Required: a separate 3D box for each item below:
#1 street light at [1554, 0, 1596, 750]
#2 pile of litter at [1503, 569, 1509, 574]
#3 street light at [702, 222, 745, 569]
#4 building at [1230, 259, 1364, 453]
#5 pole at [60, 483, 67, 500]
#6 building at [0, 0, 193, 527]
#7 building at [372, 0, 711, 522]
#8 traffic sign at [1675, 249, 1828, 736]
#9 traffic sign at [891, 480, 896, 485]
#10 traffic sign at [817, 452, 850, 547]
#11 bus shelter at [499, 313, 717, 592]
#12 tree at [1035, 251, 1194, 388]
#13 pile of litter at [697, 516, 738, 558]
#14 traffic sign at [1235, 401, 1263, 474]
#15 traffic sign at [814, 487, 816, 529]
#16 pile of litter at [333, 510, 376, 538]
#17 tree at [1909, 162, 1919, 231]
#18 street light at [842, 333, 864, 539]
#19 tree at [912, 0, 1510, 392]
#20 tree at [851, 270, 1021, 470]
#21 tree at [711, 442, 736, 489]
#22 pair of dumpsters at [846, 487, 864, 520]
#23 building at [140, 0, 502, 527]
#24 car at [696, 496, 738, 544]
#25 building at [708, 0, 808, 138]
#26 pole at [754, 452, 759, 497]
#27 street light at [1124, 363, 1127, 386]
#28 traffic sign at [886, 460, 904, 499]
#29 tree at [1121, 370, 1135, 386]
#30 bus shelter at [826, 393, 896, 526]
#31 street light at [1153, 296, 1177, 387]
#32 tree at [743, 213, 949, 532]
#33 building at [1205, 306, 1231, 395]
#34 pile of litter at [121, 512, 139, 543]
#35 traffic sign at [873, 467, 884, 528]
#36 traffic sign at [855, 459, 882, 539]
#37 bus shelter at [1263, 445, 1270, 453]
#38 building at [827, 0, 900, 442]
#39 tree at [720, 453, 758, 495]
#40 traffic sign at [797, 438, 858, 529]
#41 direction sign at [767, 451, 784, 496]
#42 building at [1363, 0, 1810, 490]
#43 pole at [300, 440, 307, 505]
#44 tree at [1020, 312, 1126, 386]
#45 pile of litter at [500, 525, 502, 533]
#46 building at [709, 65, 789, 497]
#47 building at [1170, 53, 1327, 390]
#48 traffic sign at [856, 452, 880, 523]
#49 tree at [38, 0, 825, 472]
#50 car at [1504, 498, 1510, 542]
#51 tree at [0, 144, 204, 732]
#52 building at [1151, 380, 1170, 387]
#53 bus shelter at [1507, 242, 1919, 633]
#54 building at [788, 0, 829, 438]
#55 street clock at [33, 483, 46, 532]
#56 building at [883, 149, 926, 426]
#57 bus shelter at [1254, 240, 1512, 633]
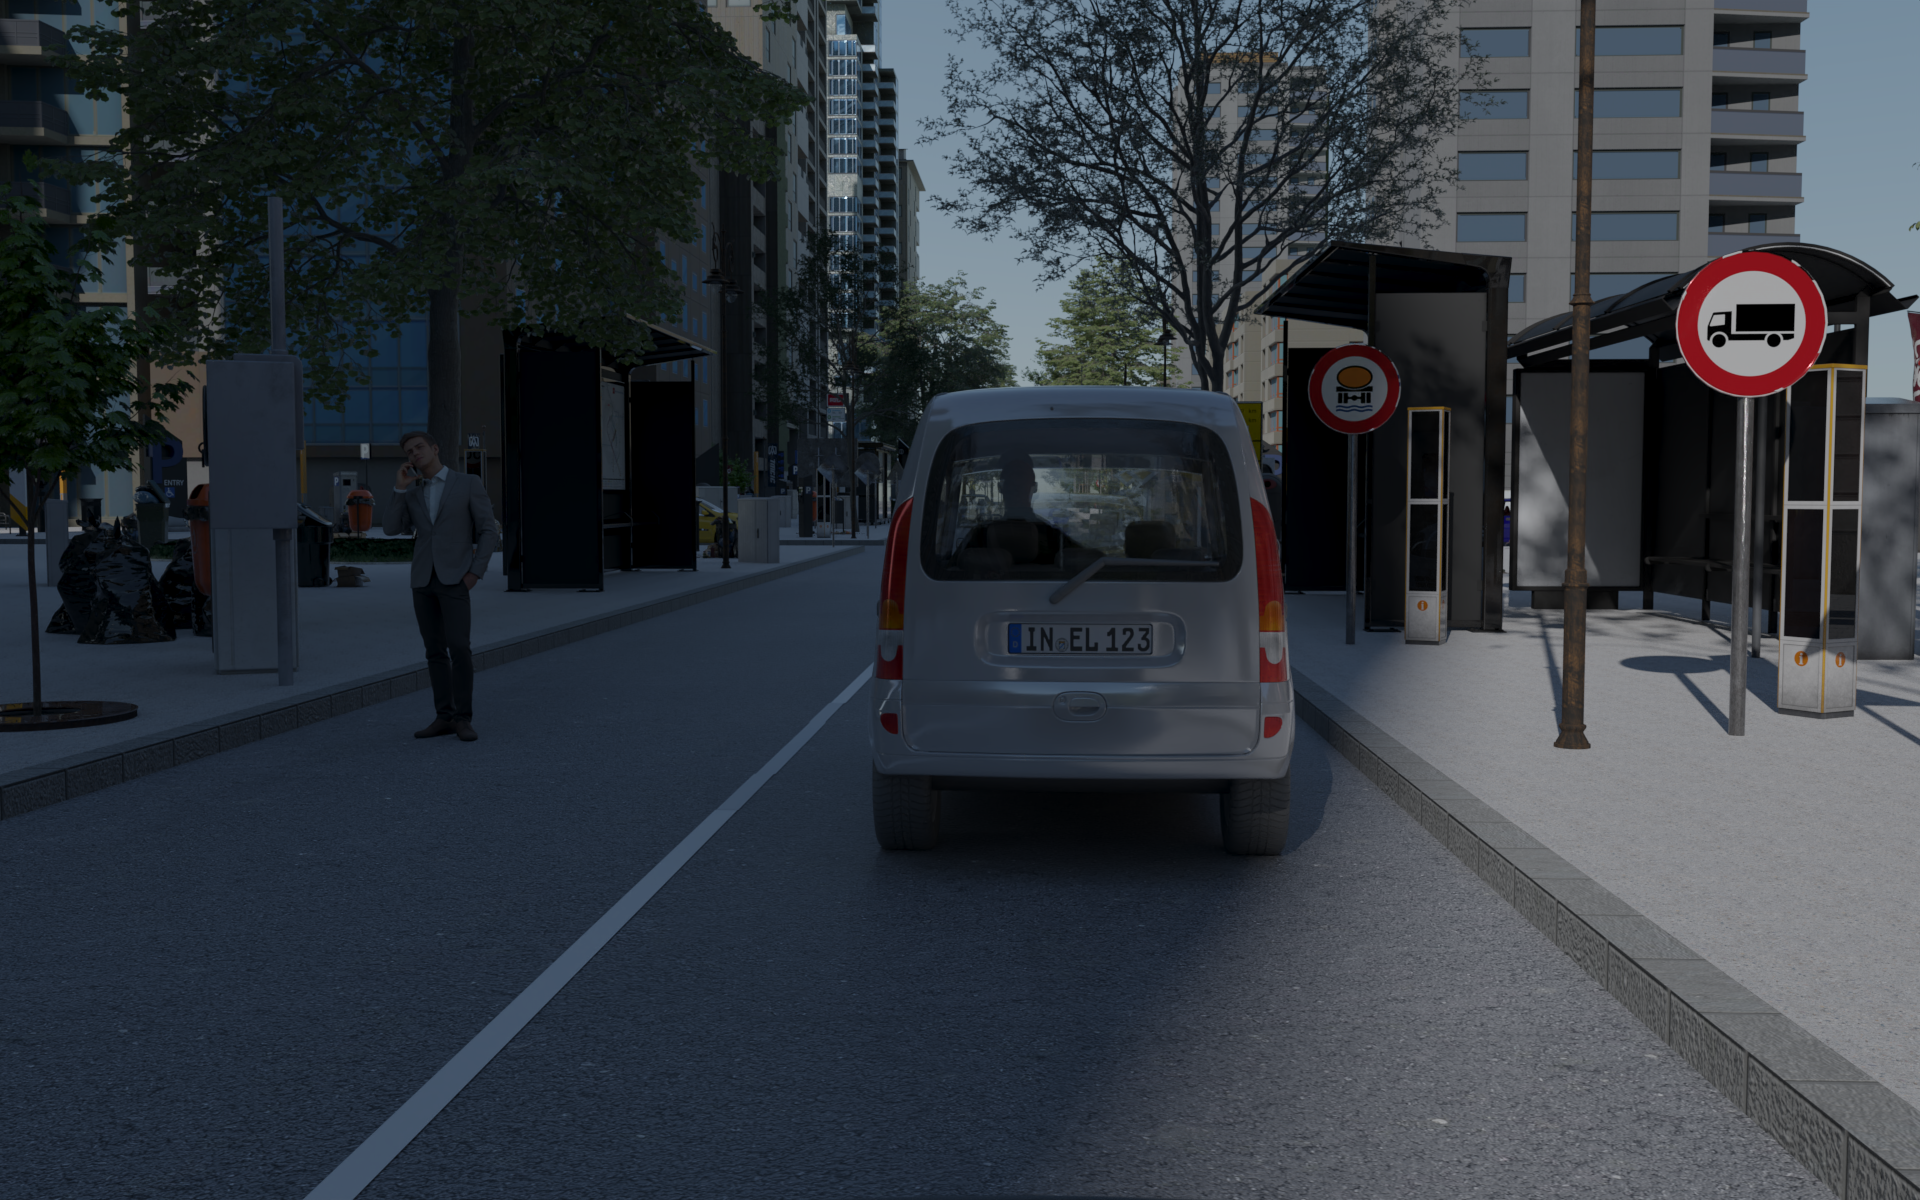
[{"bbox_3d":[3.104,-2.191,8.603,0.468,5.910,1.993,0,4,3],"label":"street light"},{"bbox_3d":[8.312,-0.883,28.407,1.176,0.858,1.719,-1,4,-16],"label":"pile of litter"},{"bbox_3d":[-4.041,-3.483,29.738,0.468,5.910,1.993,0,4,3],"label":"street light"},{"bbox_3d":[37.781,-18.131,141.483,27.650,21.520,28.899,0,4,3],"label":"building"},{"bbox_3d":[-31.311,-4.075,60.472,0.158,3.312,0.155,0,3,0],"label":"pole"},{"bbox_3d":[-45.126,-25.627,73.629,28.867,44.769,22.147,0,4,3],"label":"building"},{"bbox_3d":[-21.917,-27.168,94.303,14.600,45.320,14.200,0,4,3],"label":"building"},{"bbox_3d":[4.133,-0.552,9.137,0.768,2.556,0.104,0,4,5],"label":"traffic sign"},{"bbox_3d":[-2.898,-4.683,78.694,0.606,2.300,0.079,1,4,13],"label":"traffic sign"},{"bbox_3d":[-3.044,-2.325,41.655,0.795,2.450,0.064,0,4,3],"label":"traffic sign"},{"bbox_3d":[-5.028,-2.103,25.670,1.731,3.624,6.357,0,4,3],"label":"bus shelter"},{"bbox_3d":[6.980,-10.001,81.643,7.486,12.596,7.792,0,3,0],"label":"tree"},{"bbox_3d":[-4.673,-1.282,34.931,1.719,0.858,1.176,2,4,26],"label":"pile of litter"},{"bbox_3d":[5.504,-2.706,38.114,2.265,3.308,0.079,0,4,7],"label":"traffic sign"},{"bbox_3d":[-5.373,-3.926,64.199,0.884,2.594,0.081,1,4,8],"label":"traffic sign"},{"bbox_3d":[-17.646,-2.199,49.922,1.719,0.858,1.176,0,4,3],"label":"pile of litter"},{"bbox_3d":[13.525,-4.258,19.989,4.737,8.622,4.395,0,3,0],"label":"tree"},{"bbox_3d":[-3.070,-4.712,49.823,0.468,5.910,1.993,0,4,3],"label":"street light"},{"bbox_3d":[4.166,-7.227,28.525,12.009,13.543,11.850,0,3,0],"label":"tree"},{"bbox_3d":[-1.689,-11.742,98.633,9.857,13.997,8.962,0,3,0],"label":"tree"},{"bbox_3d":[-15.447,-7.584,107.717,4.285,4.588,4.351,0,3,0],"label":"tree"},{"bbox_3d":[-4.417,-4.681,79.027,1.574,2.255,4.437,0,4,3],"label":"pair of dumpsters"},{"bbox_3d":[-23.692,-25.816,72.206,14.600,45.320,14.200,0,4,3],"label":"building"},{"bbox_3d":[-7.203,-2.189,46.019,3.980,1.641,2.015,0,4,3],"label":"car"},{"bbox_3d":[-26.957,-33.626,139.025,28.713,52.752,27.495,0,4,3],"label":"building"},{"bbox_3d":[-9.803,-5.473,83.324,0.158,3.312,0.155,0,3,0],"label":"pole"},{"bbox_3d":[5.815,-5.399,61.055,0.468,5.910,1.993,0,4,3],"label":"street light"},{"bbox_3d":[-2.401,-4.048,66.182,0.884,2.594,0.081,1,4,12],"label":"traffic sign"},{"bbox_3d":[8.708,-9.429,104.527,4.737,8.622,4.395,0,3,0],"label":"tree"},{"bbox_3d":[-4.087,-5.735,71.401,2.179,5.291,8.768,0,4,3],"label":"bus shelter"},{"bbox_3d":[4.764,-4.130,40.317,0.468,5.910,1.993,0,4,3],"label":"street light"},{"bbox_3d":[-3.868,-7.572,58.210,7.601,10.594,8.767,0,4,1],"label":"tree"},{"bbox_3d":[38.971,-19.894,170.305,27.650,21.520,28.899,0,4,3],"label":"building"},{"bbox_3d":[-19.906,-1.654,41.010,1.176,0.858,1.719,0,4,1],"label":"pile of litter"},{"bbox_3d":[-3.147,-3.822,64.621,0.606,2.300,0.079,0,4,4],"label":"traffic sign"},{"bbox_3d":[-2.633,-2.813,49.630,0.795,2.450,0.064,0,4,3],"label":"traffic sign"},{"bbox_3d":[10.080,-4.292,64.090,2.014,3.302,5.546,0,4,3],"label":"bus shelter"},{"bbox_3d":[-18.613,-56.532,236.964,22.319,86.520,31.000,0,4,3],"label":"building"},{"bbox_3d":[-10.565,-5.351,82.087,1.663,3.219,1.824,0,3,0],"label":"tree"},{"bbox_3d":[-4.828,-4.234,63.098,2.265,3.308,0.079,1,4,10],"label":"traffic sign"},{"bbox_3d":[-9.633,-6.033,90.637,0.876,3.537,0.379,-1,4,-19],"label":"direction sign"},{"bbox_3d":[34.081,-34.040,98.559,21.231,58.520,28.212,0,4,3],"label":"building"},{"bbox_3d":[-24.937,-4.402,65.821,0.158,3.312,0.155,0,3,0],"label":"pole"},{"bbox_3d":[12.048,-19.657,177.288,12.611,20.169,13.585,0,3,0],"label":"tree"},{"bbox_3d":[-14.698,-2.622,56.840,1.719,0.858,1.176,1,4,10],"label":"pile of litter"},{"bbox_3d":[-19.574,-21.106,116.777,14.160,30.474,14.107,0,4,3],"label":"building"},{"bbox_3d":[39.613,-42.589,238.329,21.231,58.520,28.212,0,4,3],"label":"building"},{"bbox_3d":[-2.826,-3.236,53.012,0.768,2.556,0.104,1,4,10],"label":"traffic sign"},{"bbox_3d":[-4.831,-6.074,17.437,7.486,12.596,7.792,0,3,0],"label":"tree"},{"bbox_3d":[14.090,-2.020,45.600,3.894,1.354,1.945,0,4,5],"label":"car"},{"bbox_3d":[-5.151,-0.919,9.621,1.663,3.219,1.824,0,3,0],"label":"tree"},{"bbox_3d":[43.821,-25.856,267.782,27.650,21.520,28.899,0,4,3],"label":"building"},{"bbox_3d":[6.793,-1.393,16.707,2.014,3.302,5.546,0,4,3],"label":"bus shelter"},{"bbox_3d":[-20.975,-44.291,162.403,20.563,71.187,20.611,0,4,3],"label":"building"},{"bbox_3d":[-33.059,-3.529,62.270,0.471,2.002,0.358,1,4,13],"label":"street clock"},{"bbox_3d":[-20.400,-41.508,267.886,28.713,52.752,27.495,0,4,3],"label":"building"},{"bbox_3d":[4.450,-1.701,19.099,1.731,3.624,6.357,0,4,3],"label":"bus shelter"}]
